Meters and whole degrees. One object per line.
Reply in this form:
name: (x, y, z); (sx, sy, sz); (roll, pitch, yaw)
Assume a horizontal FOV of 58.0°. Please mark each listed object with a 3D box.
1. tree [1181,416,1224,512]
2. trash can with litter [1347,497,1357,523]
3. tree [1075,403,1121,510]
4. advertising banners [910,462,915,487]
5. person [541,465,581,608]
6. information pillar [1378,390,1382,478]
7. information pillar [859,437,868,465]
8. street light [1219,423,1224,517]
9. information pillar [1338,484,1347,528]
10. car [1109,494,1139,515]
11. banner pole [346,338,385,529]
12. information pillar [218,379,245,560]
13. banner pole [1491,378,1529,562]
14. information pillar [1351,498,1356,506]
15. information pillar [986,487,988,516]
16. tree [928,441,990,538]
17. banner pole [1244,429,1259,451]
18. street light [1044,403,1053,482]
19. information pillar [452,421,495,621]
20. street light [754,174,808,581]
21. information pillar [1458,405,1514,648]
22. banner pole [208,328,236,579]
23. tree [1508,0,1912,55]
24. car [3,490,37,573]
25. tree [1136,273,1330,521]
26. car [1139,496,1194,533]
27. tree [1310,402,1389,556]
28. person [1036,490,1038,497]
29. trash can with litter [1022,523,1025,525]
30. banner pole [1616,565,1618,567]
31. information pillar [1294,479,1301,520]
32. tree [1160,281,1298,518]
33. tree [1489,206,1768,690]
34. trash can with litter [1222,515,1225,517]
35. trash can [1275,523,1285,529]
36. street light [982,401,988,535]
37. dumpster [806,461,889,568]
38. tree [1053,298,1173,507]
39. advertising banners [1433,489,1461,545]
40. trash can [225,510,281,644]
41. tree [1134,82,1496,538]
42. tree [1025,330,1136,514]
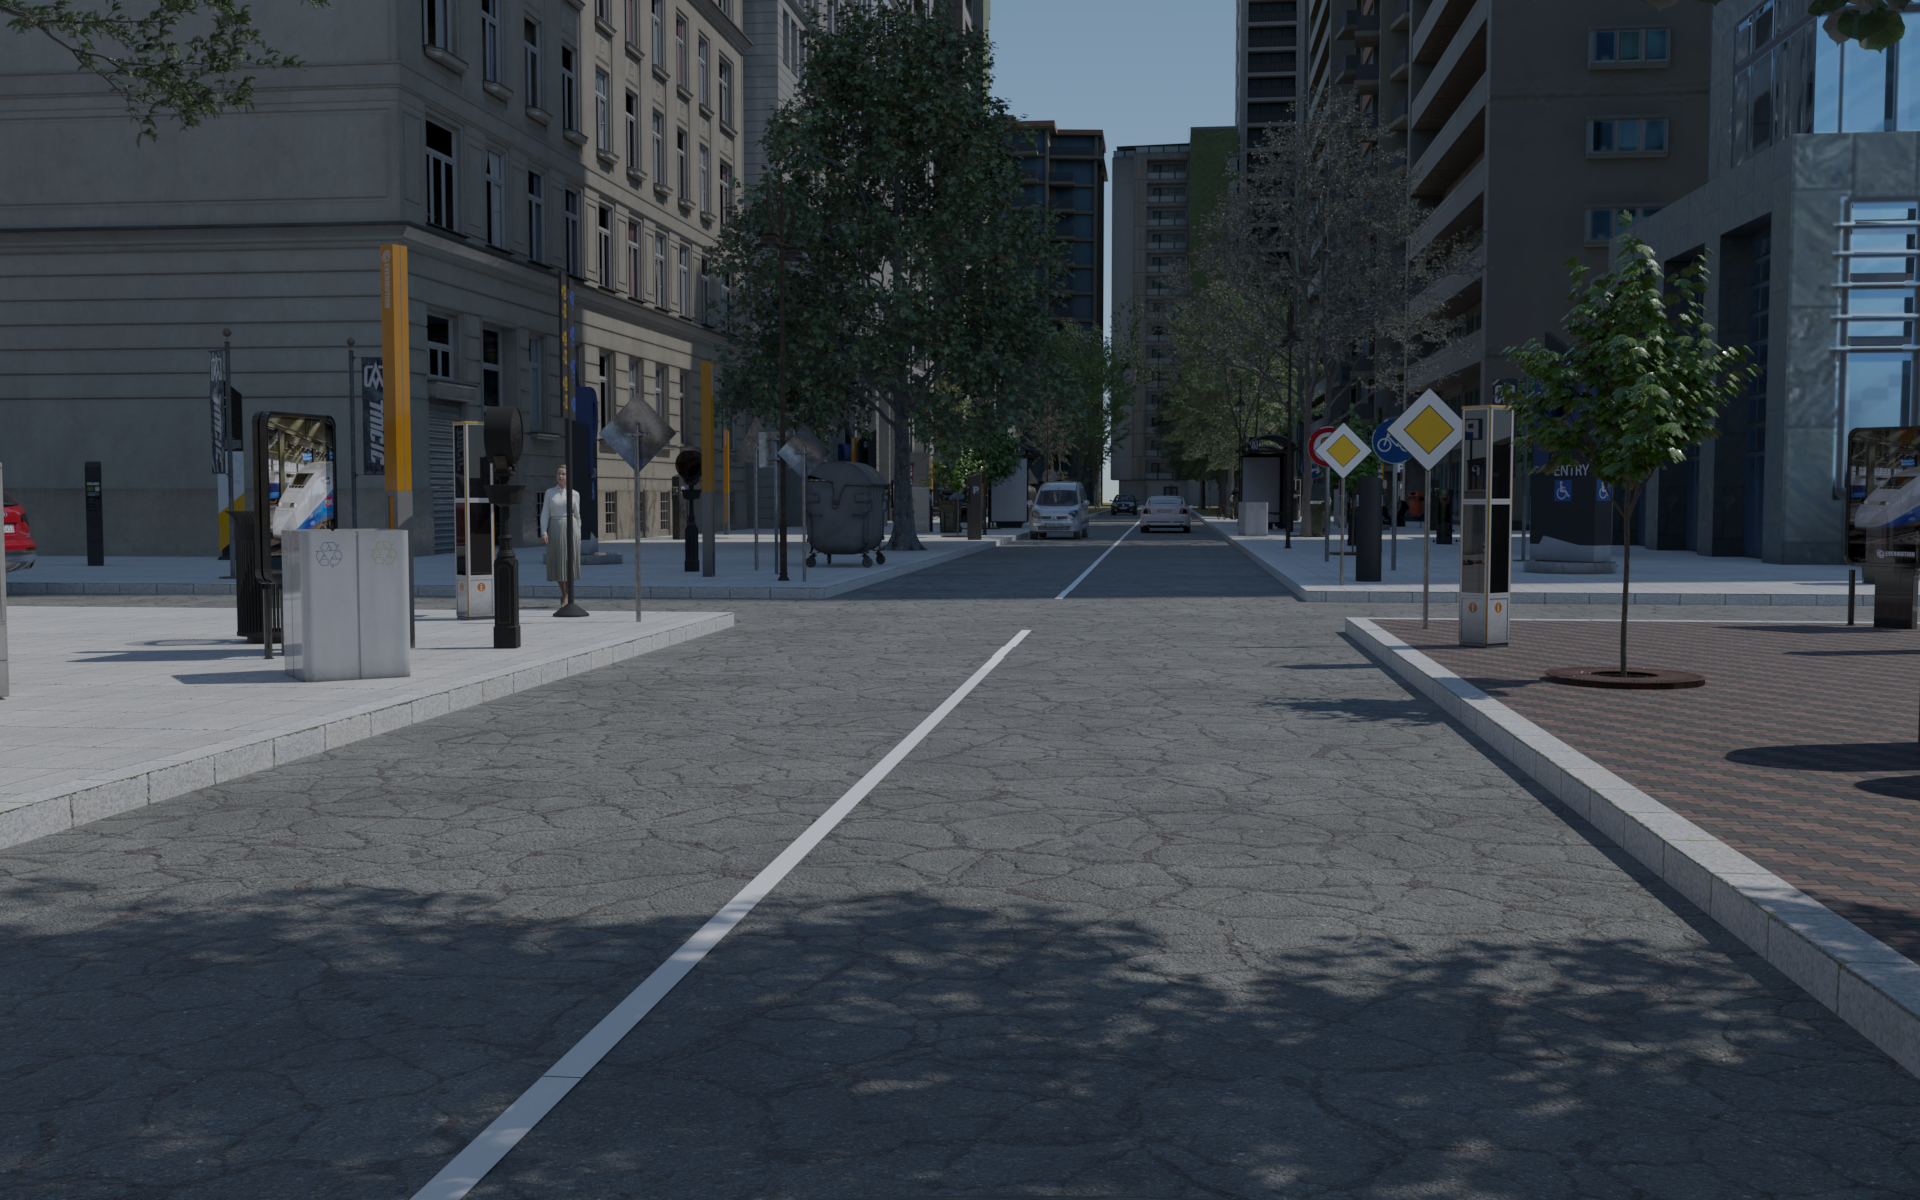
tree: (18.063, -10.740, 125.962); (4.360, 8.622, 3.978); (0, 3, 0)
trash can with litter: (17.387, -3.971, 76.316); (0.624, 1.170, 1.055); (-1, 4, -14)
tree: (10.767, -11.459, 137.717); (4.737, 8.622, 4.395); (0, 3, 0)
advertising banners: (-3.469, -6.096, 95.851); (2.074, 3.025, 0.090); (1, 4, 20)
person: (-5.017, -0.804, 21.876); (0.478, 1.798, 0.641); (0, 4, -1)
information pillar: (9.391, -2.902, 38.796); (0.183, 3.616, 0.504); (1, 4, 12)
information pillar: (-3.465, -4.337, 62.267); (0.183, 3.616, 0.504); (2, 4, 32)
street light: (14.750, -7.647, 97.813); (0.468, 5.910, 1.993); (0, 4, 7)
information pillar: (14.567, -3.755, 65.892); (0.304, 2.012, 0.304); (1, 4, 17)
car: (11.289, -6.676, 118.938); (2.009, 1.686, 4.222); (0, 4, 8)
banner pole: (-9.530, -2.315, 27.871); (0.863, 3.779, 0.401); (0, 4, -4)
information pillar: (-14.183, -2.587, 33.645); (0.504, 3.616, 0.183); (-1, 4, -14)
banner pole: (10.525, -2.628, 32.990); (0.863, 3.779, 0.401); (2, 4, 25)
information pillar: (13.333, -4.120, 58.709); (0.183, 3.616, 0.504); (0, 4, 3)
information pillar: (1.394, -5.827, 99.768); (0.304, 2.012, 0.304); (3, 4, 37)
tree: (-0.186, -3.478, 51.462); (1.663, 3.219, 1.824); (0, 3, 0)
banner pole: (11.154, -4.687, 66.652); (0.863, 3.779, 0.401); (3, 5, 43)
street light: (4.155, -6.690, 82.176); (0.468, 5.910, 1.993); (0, 4, 7)
information pillar: (-4.958, -0.806, 17.678); (0.304, 2.012, 0.304); (-3, 5, -40)
street light: (-2.611, -3.221, 25.453); (0.468, 5.910, 1.993); (0, 4, 7)
information pillar: (4.408, -0.613, 14.516); (0.304, 2.012, 0.304); (-2, 4, -33)
banner pole: (-11.236, -2.226, 26.413); (0.863, 3.779, 0.401); (3, 5, 43)
tree: (3.825, -5.863, 2.512); (9.857, 13.997, 8.962); (0, 3, 0)
car: (-15.467, -0.913, 23.605); (5.304, 1.827, 2.281); (0, 4, 5)
tree: (13.686, -9.555, 81.980); (9.928, 11.665, 9.643); (0, 3, 0)
car: (7.771, -3.238, 65.298); (2.083, 1.381, 4.827); (0, 4, 8)
tree: (8.186, -2.569, 36.597); (1.663, 3.219, 1.824); (0, 3, 0)
person: (8.163, -10.576, 181.517); (0.705, 1.812, 1.348); (-1, 4, -10)
trash can with litter: (2.252, -3.674, 71.451); (0.624, 1.170, 1.055); (-3, 5, -43)
banner pole: (11.610, -2.469, 30.378); (0.863, 3.779, 0.401); (3, 5, 40)
information pillar: (16.904, -5.048, 87.028); (0.304, 2.012, 0.304); (-1, 4, -19)
tree: (14.404, -10.636, 92.026); (7.486, 12.596, 7.792); (0, 3, 0)
tree: (4.429, -1.054, 11.838); (1.663, 3.219, 1.824); (0, 3, 0)
trash can with litter: (15.148, -5.132, 94.966); (1.678, 1.210, 2.233); (-3, 5, -43)
trash can: (12.039, -3.229, 64.442); (0.748, 1.137, 0.748); (0, 3, 0)
street light: (0.776, -4.970, 54.045); (0.468, 5.910, 1.993); (0, 4, 7)
dumpster: (-2.033, -1.531, 30.797); (1.264, 1.857, 1.865); (0, 4, 7)
tree: (14.722, -18.952, 165.751); (12.611, 20.169, 13.585); (0, 3, 0)
advertising banners: (12.801, -2.891, 43.455); (0.090, 3.025, 2.074); (-3, 5, -41)
trash can: (-5.964, -0.207, 15.044); (0.748, 1.137, 0.748); (0, 3, 0)
tree: (10.453, -8.617, 51.261); (12.009, 13.543, 11.850); (0, 3, 0)
tree: (7.465, -11.319, 110.826); (9.928, 11.665, 9.643); (0, 3, 0)
